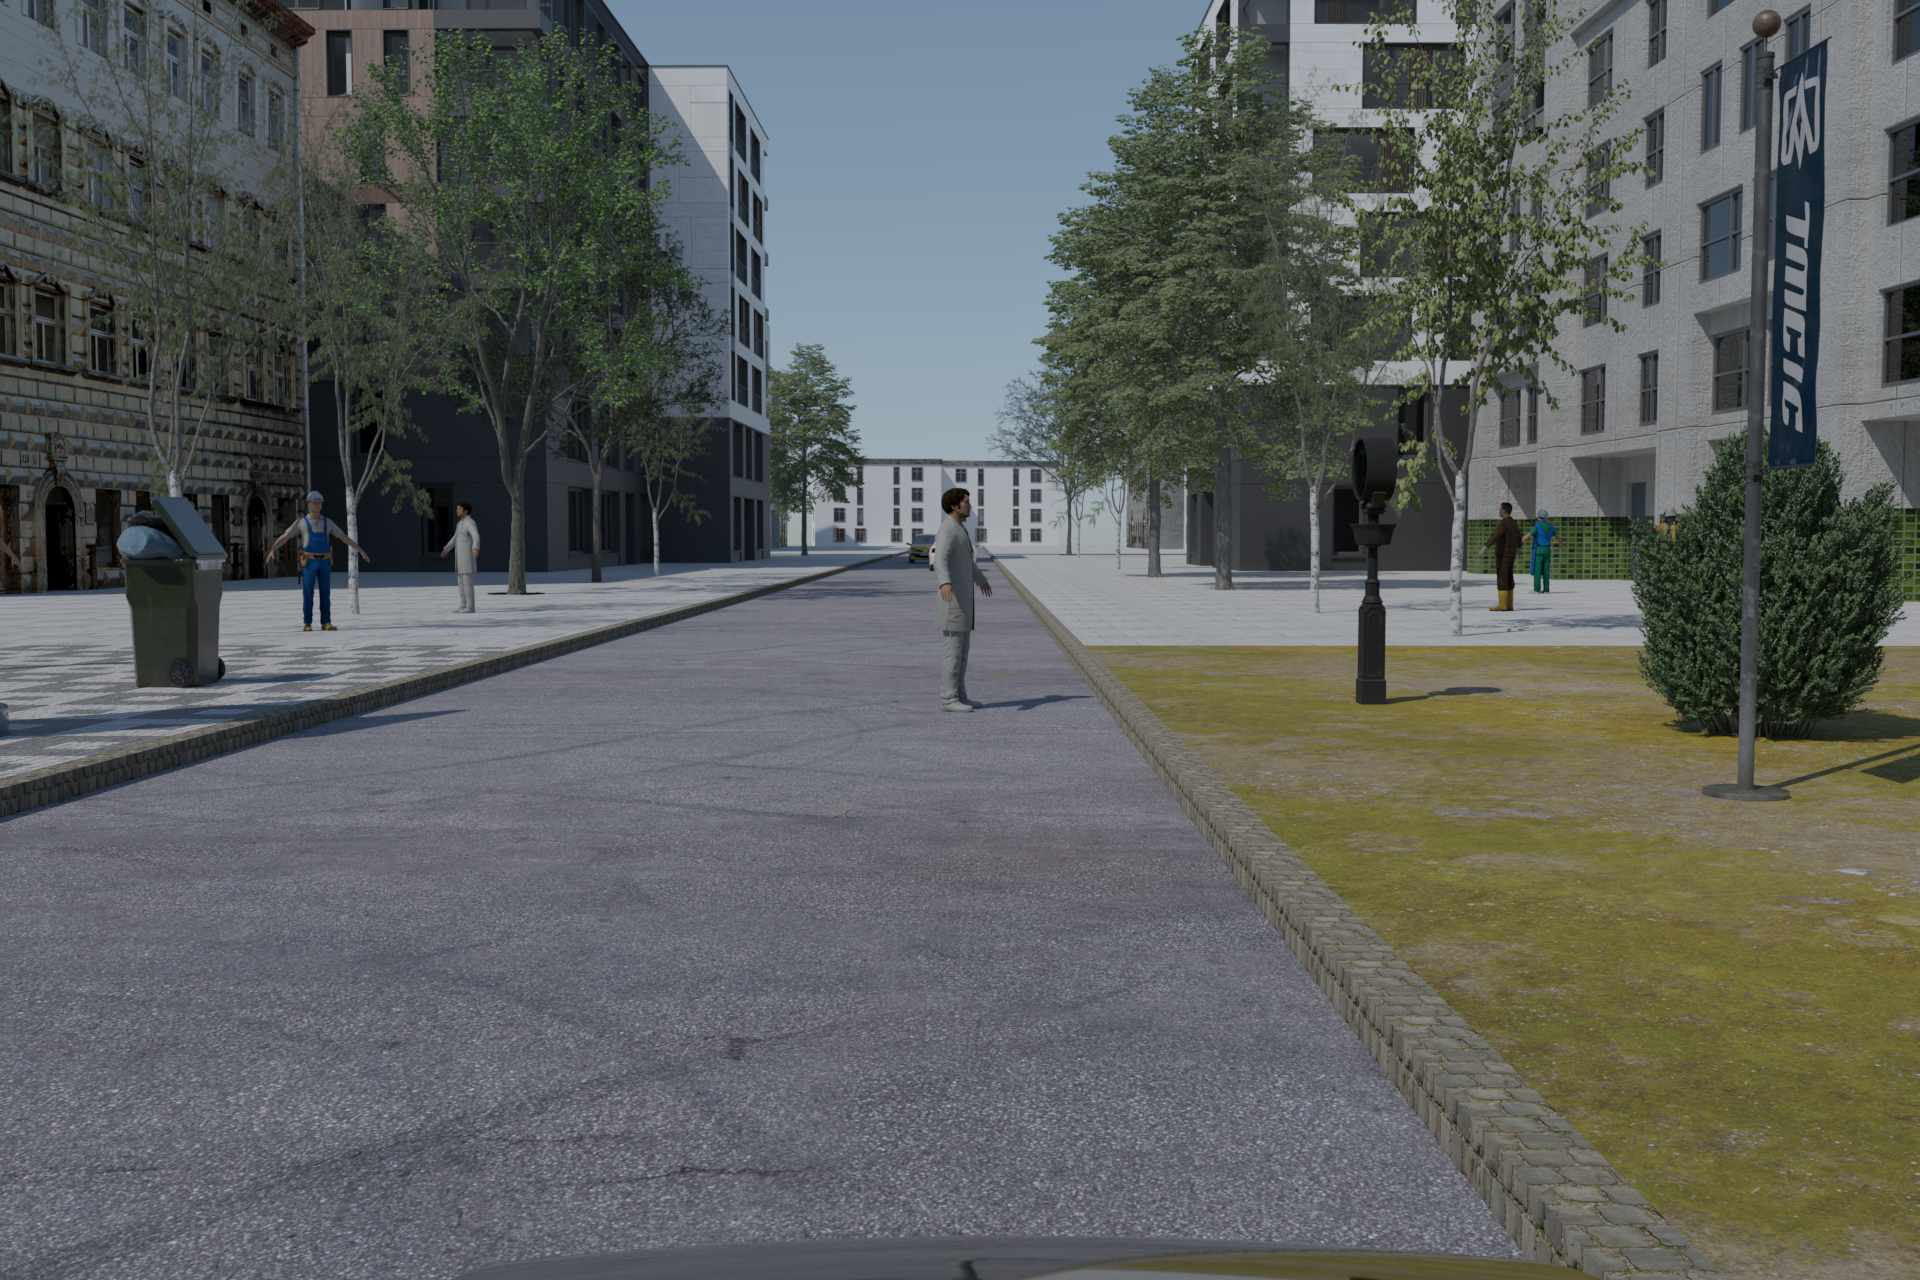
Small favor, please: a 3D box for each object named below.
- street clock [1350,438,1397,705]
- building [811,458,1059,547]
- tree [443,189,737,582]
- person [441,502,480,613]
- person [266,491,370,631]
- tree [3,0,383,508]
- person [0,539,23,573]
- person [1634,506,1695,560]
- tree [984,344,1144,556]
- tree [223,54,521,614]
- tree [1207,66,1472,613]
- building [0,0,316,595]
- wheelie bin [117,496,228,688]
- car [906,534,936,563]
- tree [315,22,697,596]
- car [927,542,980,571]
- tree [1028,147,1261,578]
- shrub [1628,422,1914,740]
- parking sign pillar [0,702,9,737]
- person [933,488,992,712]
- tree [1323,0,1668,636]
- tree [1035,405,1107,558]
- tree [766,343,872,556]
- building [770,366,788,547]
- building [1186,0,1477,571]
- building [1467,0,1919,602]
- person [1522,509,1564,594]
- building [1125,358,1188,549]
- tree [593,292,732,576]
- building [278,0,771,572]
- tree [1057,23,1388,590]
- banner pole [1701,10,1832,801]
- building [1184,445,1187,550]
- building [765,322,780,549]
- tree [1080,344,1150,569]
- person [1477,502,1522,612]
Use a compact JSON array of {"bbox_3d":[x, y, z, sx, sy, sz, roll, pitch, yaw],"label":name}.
[{"bbox_3d":[3.109,-0.519,13.050,0.358,2.002,0.471,0,4,-1],"label":"street clock"},{"bbox_3d":[-2.672,-15.275,194.350,28.070,9.664,9.099,-1,4,-8],"label":"building"},{"bbox_3d":[-9.742,-6.795,45.510,8.767,10.594,7.601,0,4,5],"label":"tree"},{"bbox_3d":[-8.076,-1.345,28.175,0.705,1.806,1.347,-3,4,-38],"label":"person"},{"bbox_3d":[-8.516,-1.044,22.931,1.347,1.847,0.705,-3,4,-39],"label":"person"},{"bbox_3d":[-9.953,-4.336,21.257,4.360,8.622,3.978,0,3,0],"label":"tree"},{"bbox_3d":[-9.449,-0.577,16.233,1.217,1.733,0.721,-3,5,-40],"label":"person"},{"bbox_3d":[14.624,-1.833,35.733,1.354,1.858,0.705,0,4,7],"label":"person"},{"bbox_3d":[6.580,-11.794,103.194,12.009,13.543,11.850,0,3,0],"label":"tree"},{"bbox_3d":[-9.923,-4.721,27.559,4.360,8.622,3.978,0,3,0],"label":"tree"},{"bbox_3d":[5.758,-4.757,28.141,4.360,8.622,3.978,0,3,0],"label":"tree"},{"bbox_3d":[-29.145,-12.985,43.235,19.493,23.208,18.063,0,4,1],"label":"building"},{"bbox_3d":[-6.671,-0.413,14.655,0.693,1.594,0.980,0,3,0],"label":"wheelie bin"},{"bbox_3d":[-1.649,-4.629,85.906,2.015,1.641,3.980,0,4,1],"label":"car"},{"bbox_3d":[-9.365,-6.750,36.117,9.928,11.665,9.643,0,3,0],"label":"tree"},{"bbox_3d":[-0.262,-3.437,68.558,2.083,1.381,4.827,0,4,1],"label":"car"},{"bbox_3d":[5.467,-8.098,50.531,7.486,12.596,7.792,0,3,0],"label":"tree"},{"bbox_3d":[5.134,-0.429,11.061,1.661,2.075,1.752,0,3,0],"label":"shrub"},{"bbox_3d":[-6.764,-1.360,10.708,1.447,3.967,1.447,0,4,0],"label":"parking sign pillar"},{"bbox_3d":[-0.003,-0.332,14.080,0.705,1.806,1.347,1,4,15],"label":"person"},{"bbox_3d":[6.415,-4.362,21.674,4.737,8.622,4.395,0,3,0],"label":"tree"},{"bbox_3d":[6.459,-8.734,93.157,4.360,8.622,3.978,0,3,0],"label":"tree"},{"bbox_3d":[-9.098,-11.288,102.691,7.486,12.596,7.792,0,3,0],"label":"tree"},{"bbox_3d":[-26.783,-20.462,165.489,19.493,23.208,18.063,0,4,0],"label":"building"},{"bbox_3d":[23.559,-14.154,75.390,27.936,21.610,32.646,0,3,0],"label":"building"},{"bbox_3d":[24.943,-10.646,40.521,16.747,18.905,31.486,0,4,0],"label":"building"},{"bbox_3d":[12.504,-1.907,37.300,1.347,1.817,0.704,-1,4,-20],"label":"person"},{"bbox_3d":[25.121,-19.818,154.945,19.493,23.208,18.063,0,3,0],"label":"building"},{"bbox_3d":[-9.266,-6.243,52.433,4.360,8.622,3.978,0,3,0],"label":"tree"},{"bbox_3d":[-24.077,-14.063,73.908,27.936,21.610,32.646,0,4,1],"label":"building"},{"bbox_3d":[5.679,-7.431,39.628,7.486,12.596,7.792,0,3,0],"label":"tree"},{"bbox_3d":[3.851,-1.110,8.159,0.401,3.779,0.863,0,4,1],"label":"banner pole"},{"bbox_3d":[22.638,-11.347,127.673,9.099,9.664,28.070,0,4,0],"label":"building"},{"bbox_3d":[-24.496,-16.688,139.301,16.747,18.905,31.486,0,4,0],"label":"building"},{"bbox_3d":[5.666,-6.867,62.632,4.360,8.622,3.978,0,3,0],"label":"tree"},{"bbox_3d":[9.033,-1.385,28.783,1.346,1.812,0.704,-3,5,-45],"label":"person"}]
